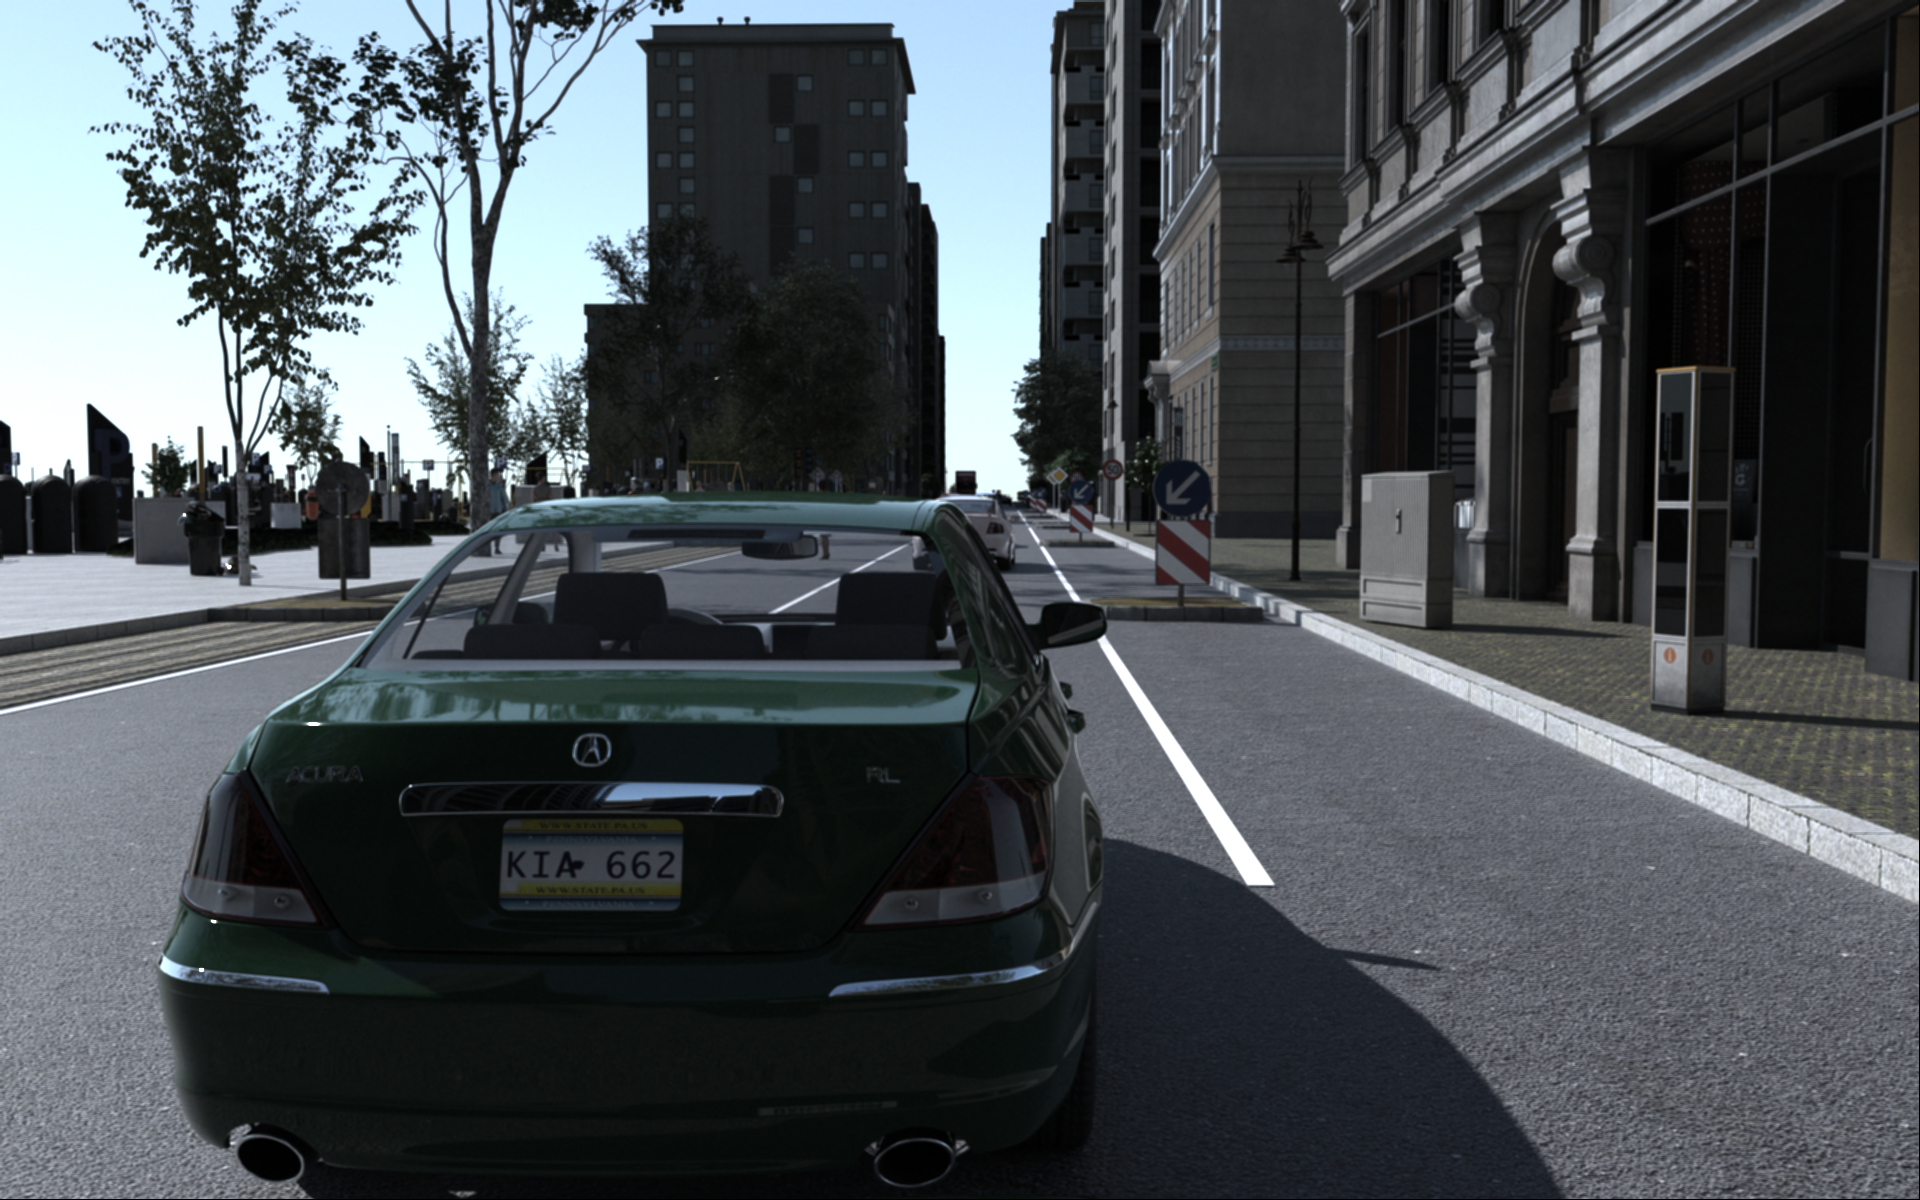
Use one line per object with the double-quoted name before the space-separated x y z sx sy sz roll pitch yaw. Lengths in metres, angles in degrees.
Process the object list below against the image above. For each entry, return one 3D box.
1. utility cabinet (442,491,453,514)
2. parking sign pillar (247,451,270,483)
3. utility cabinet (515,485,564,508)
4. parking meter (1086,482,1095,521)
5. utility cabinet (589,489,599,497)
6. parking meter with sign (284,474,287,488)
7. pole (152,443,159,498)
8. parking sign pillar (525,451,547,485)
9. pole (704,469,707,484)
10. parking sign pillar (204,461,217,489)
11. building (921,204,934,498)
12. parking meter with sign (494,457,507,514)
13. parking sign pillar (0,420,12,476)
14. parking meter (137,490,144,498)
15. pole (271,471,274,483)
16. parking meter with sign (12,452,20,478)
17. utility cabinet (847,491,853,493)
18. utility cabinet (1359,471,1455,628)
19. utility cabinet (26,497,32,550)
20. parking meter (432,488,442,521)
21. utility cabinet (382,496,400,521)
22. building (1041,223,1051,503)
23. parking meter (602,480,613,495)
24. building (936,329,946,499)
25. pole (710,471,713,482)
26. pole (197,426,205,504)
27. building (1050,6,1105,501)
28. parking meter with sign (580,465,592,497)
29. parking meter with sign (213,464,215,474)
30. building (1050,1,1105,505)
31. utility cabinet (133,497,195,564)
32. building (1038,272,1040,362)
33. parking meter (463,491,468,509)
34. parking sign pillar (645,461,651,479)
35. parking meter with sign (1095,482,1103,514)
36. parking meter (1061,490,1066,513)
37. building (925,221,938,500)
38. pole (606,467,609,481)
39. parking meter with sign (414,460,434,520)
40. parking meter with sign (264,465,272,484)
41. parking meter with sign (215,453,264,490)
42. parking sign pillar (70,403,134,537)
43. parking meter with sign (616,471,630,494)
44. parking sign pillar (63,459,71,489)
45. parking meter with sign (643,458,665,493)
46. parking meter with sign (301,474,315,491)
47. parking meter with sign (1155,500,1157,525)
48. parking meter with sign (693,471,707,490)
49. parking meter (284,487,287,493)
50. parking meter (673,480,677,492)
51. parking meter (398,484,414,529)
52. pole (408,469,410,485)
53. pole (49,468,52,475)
"utility cabinet" -32.823 -6.228 110.511 0.318 1.500 1.173 1 4 18
"parking sign pillar" -43.405 -7.256 107.106 1.447 3.967 1.447 -3 5 -40
"utility cabinet" -10.731 -2.172 44.193 1.173 1.500 0.318 0 4 0
"parking meter" 6.114 -4.625 81.330 0.399 1.863 0.255 -2 4 -28
"utility cabinet" -17.199 -4.450 81.437 0.318 1.500 1.173 -1 4 -21
"parking meter with sign" -58.978 -9.366 149.399 1.738 3.016 0.543 -3 4 -36
"pole" -32.151 -4.610 69.216 0.158 3.312 0.155 0 3 0
"parking sign pillar" -26.260 -7.267 107.281 1.447 3.967 1.447 -2 4 -32
"pole" -20.883 -9.068 142.101 0.158 3.312 0.155 0 3 0
"parking sign pillar" -61.370 -9.364 141.565 1.447 3.967 1.447 0 3 0
"building" -15.152 -36.680 254.340 22.147 44.769 28.867 0 4 2
"parking meter with sign" -21.858 -5.278 82.559 0.543 3.016 1.738 -1 4 -14
"parking sign pillar" -26.329 -3.565 46.754 1.447 3.967 1.447 0 4 5
"parking meter" -49.929 -5.941 105.539 0.372 1.533 0.369 0 3 0
"pole" -59.617 -9.567 150.270 0.158 3.312 0.155 0 3 0
"parking meter with sign" -39.791 -4.602 71.496 0.543 3.016 1.738 3 4 36
"utility cabinet" -9.210 -8.410 146.177 0.318 1.500 1.173 1 4 20
"utility cabinet" 4.338 -0.502 16.891 0.318 1.500 1.173 -1 4 -18
"utility cabinet" -21.687 -1.771 40.115 1.020 1.237 0.306 2 4 26
"parking meter" -21.593 -3.863 71.574 0.372 1.533 0.369 0 3 0
"utility cabinet" -21.539 -3.346 65.863 0.306 1.237 1.020 1 4 19
"building" 19.926 -35.376 261.990 14.154 41.232 14.086 0 4 2
"parking meter" -14.622 -4.052 71.962 0.399 1.863 0.255 1 4 10
"building" -9.818 -32.578 304.351 14.160 30.474 14.107 0 4 2
"pole" -21.714 -9.637 151.413 0.158 3.312 0.155 0 3 0
"pole" -22.801 -3.562 52.082 0.158 3.312 0.155 0 3 0
"building" 24.390 -36.564 187.060 28.713 52.752 27.495 0 4 2
"parking meter with sign" -22.170 -6.482 102.248 0.543 3.016 1.738 0 4 -2
"parking meter with sign" -43.451 -6.512 102.735 0.543 3.016 1.738 1 4 15
"building" 21.765 -41.148 214.771 21.231 58.520 28.212 0 4 2
"utility cabinet" -14.695 -1.274 31.999 1.020 1.237 0.306 -2 4 -32
"building" 24.677 -39.359 298.145 22.147 44.769 28.867 0 4 2
"parking meter" -41.862 -8.451 146.582 0.372 1.533 0.369 0 3 0
"parking sign pillar" -25.620 -9.412 142.356 1.447 3.967 1.447 -1 4 -9
"parking meter with sign" 9.286 -6.963 110.105 1.738 3.016 0.543 1 4 9
"parking meter" 7.079 -6.740 118.603 0.372 1.533 0.369 0 3 0
"building" -10.625 -38.262 275.701 14.600 45.320 14.200 0 4 2
"pole" -26.063 -8.218 128.204 0.158 3.312 0.155 0 3 0
"parking meter with sign" -26.920 -5.534 86.741 0.543 3.016 1.738 0 4 5
"parking meter with sign" -41.471 -6.494 102.436 0.543 3.016 1.738 1 4 17
"parking meter with sign" -30.450 -4.704 73.177 1.738 3.016 0.543 1 4 19
"parking sign pillar" -25.557 -3.895 52.149 1.447 3.967 1.447 1 4 20
"parking meter with sign" -25.678 -8.215 130.571 1.738 3.016 0.543 3 4 36
"parking sign pillar" -68.425 -8.841 133.025 1.447 3.967 1.447 -3 5 -42
"parking meter with sign" -14.746 -5.264 82.334 0.543 3.016 1.738 2 4 27
"parking meter with sign" -55.870 -9.374 149.527 1.738 3.016 0.543 0 4 4
"parking meter with sign" 8.773 -4.618 71.767 1.738 3.016 0.543 3 5 45
"parking meter with sign" -19.300 -8.252 131.184 1.738 3.016 0.543 -1 4 -19
"parking meter" -53.445 -8.034 137.071 0.399 1.863 0.255 -2 4 -26
"parking meter" -11.561 -3.912 69.668 0.255 1.863 0.399 3 4 36
"parking meter" -14.500 -2.260 45.361 0.372 1.533 0.369 0 3 0
"pole" -44.805 -8.993 140.884 0.158 3.312 0.155 0 3 0
"pole" -71.082 -8.664 135.491 0.158 3.312 0.155 0 3 0
